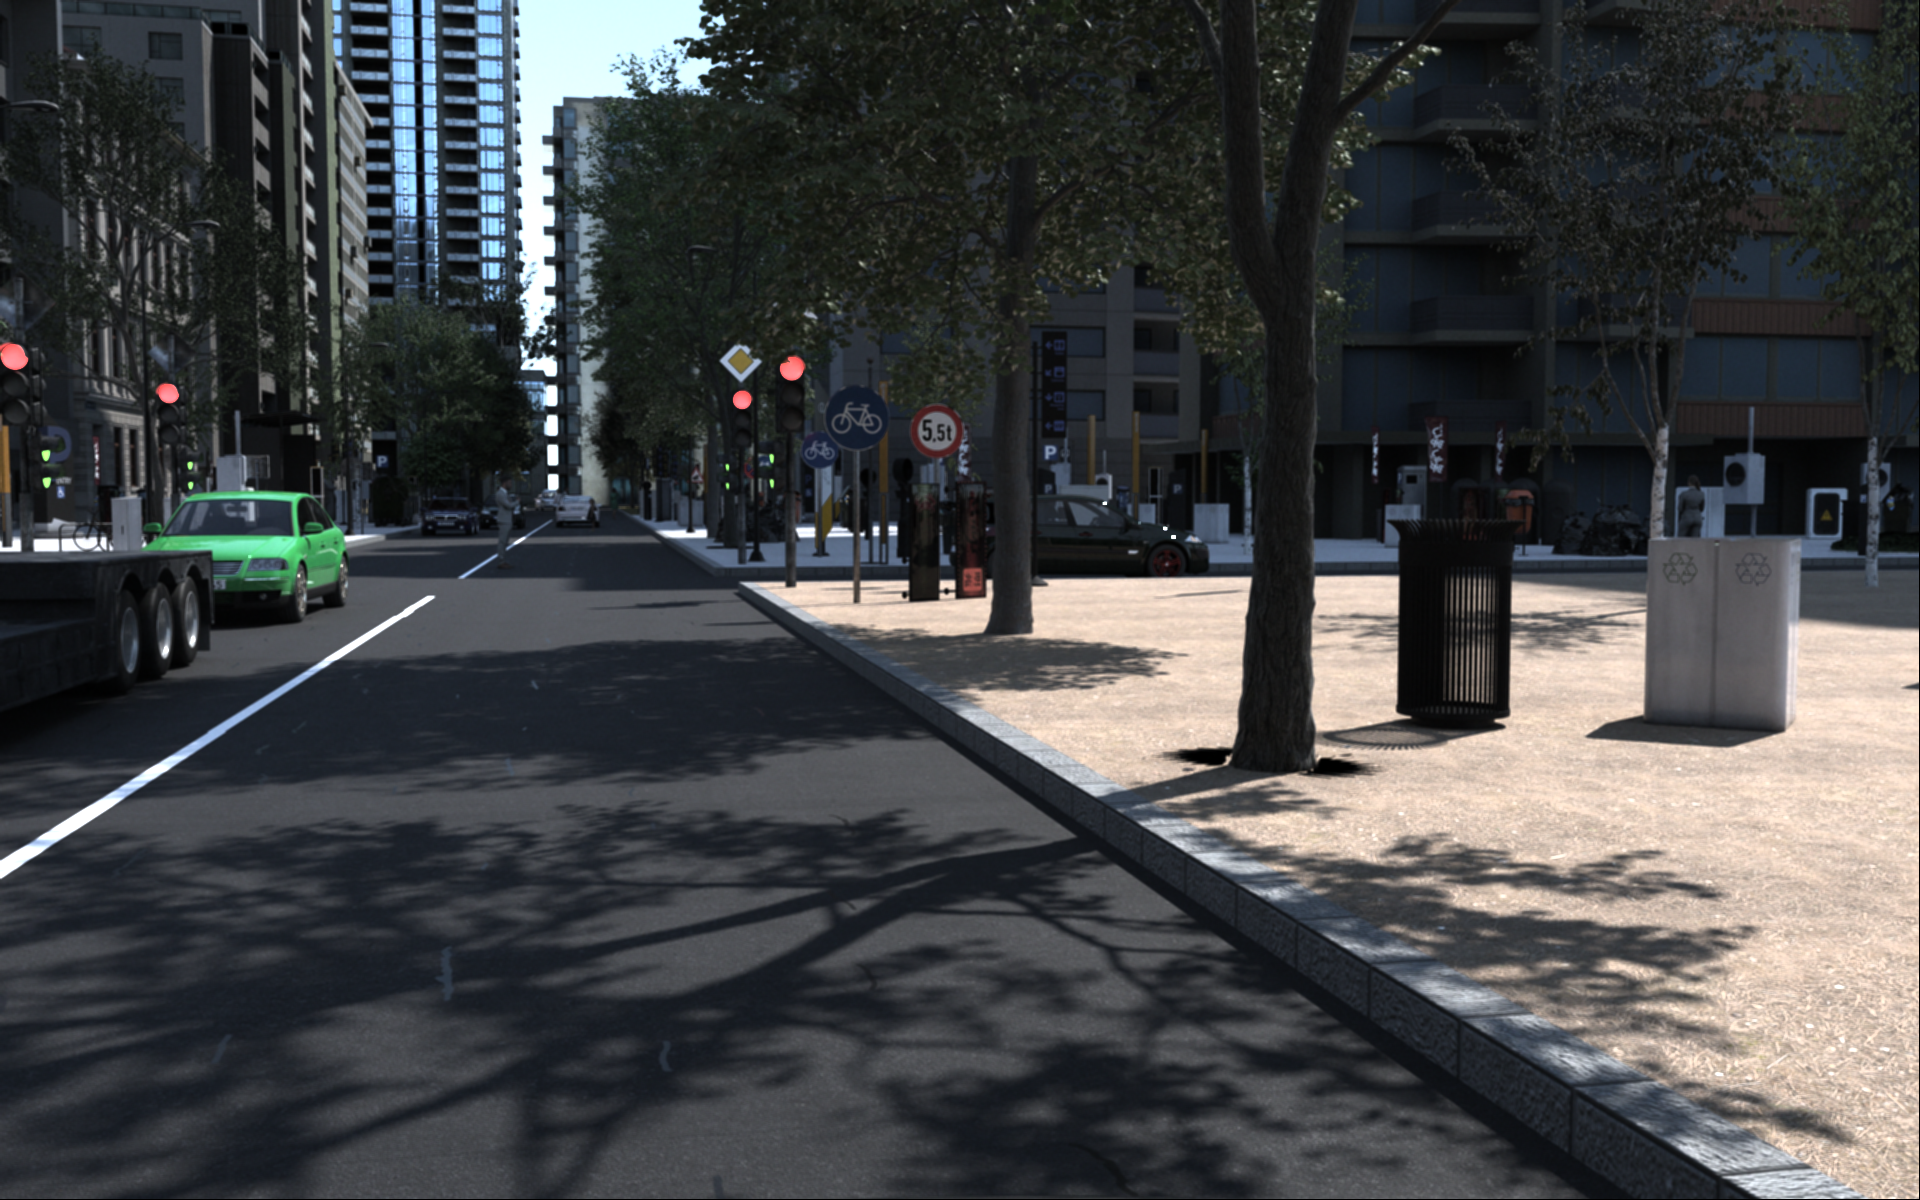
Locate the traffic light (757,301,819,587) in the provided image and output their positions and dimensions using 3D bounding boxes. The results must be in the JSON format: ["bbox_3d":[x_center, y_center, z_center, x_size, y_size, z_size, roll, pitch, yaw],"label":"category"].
[{"bbox_3d":[-2.352,-2.132,23.779,0.839,4.253,0.868,-1,4,-12],"label":"traffic light"}]

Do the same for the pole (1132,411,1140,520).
[{"bbox_3d":[4.329,-2.989,42.713,0.158,3.312,0.155,0,3,0],"label":"pole"}]

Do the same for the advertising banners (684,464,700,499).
[{"bbox_3d":[-15.578,-6.393,100.708,0.090,3.025,2.074,-2,4,-34],"label":"advertising banners"}]

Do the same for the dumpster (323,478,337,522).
[{"bbox_3d":[-21.196,-3.119,56.746,1.264,1.857,1.865,-1,4,-12],"label":"dumpster"}]

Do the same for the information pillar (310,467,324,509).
[{"bbox_3d":[-17.348,-2.586,46.774,0.304,2.012,0.304,-1,4,-15],"label":"information pillar"}]

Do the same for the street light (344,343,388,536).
[{"bbox_3d":[-18.285,-4.940,53.317,1.470,5.913,1.316,-1,4,-12],"label":"street light"}]

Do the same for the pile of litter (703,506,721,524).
[{"bbox_3d":[-10.115,-3.635,73.400,1.719,0.858,1.176,3,4,38],"label":"pile of litter"}]

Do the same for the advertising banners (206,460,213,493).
[{"bbox_3d":[-39.028,-5.741,90.048,0.090,3.025,2.074,-2,4,-33],"label":"advertising banners"}]

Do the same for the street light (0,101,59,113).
[{"bbox_3d":[-11.355,-2.935,20.531,1.470,5.913,1.316,-1,4,-12],"label":"street light"}]

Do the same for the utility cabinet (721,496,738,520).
[{"bbox_3d":[-8.666,-3.295,65.028,0.306,1.237,1.020,1,4,13],"label":"utility cabinet"}]

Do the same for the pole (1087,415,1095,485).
[{"bbox_3d":[3.385,-3.110,44.690,0.158,3.312,0.155,0,3,0],"label":"pole"}]

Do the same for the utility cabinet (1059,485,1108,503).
[{"bbox_3d":[3.025,-2.065,42.436,1.173,1.500,0.318,0,4,-5],"label":"utility cabinet"}]

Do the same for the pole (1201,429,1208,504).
[{"bbox_3d":[7.684,-3.707,54.461,0.158,3.312,0.155,0,3,0],"label":"pole"}]

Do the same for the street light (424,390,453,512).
[{"bbox_3d":[-23.379,-6.423,77.562,1.470,5.913,1.316,-1,4,-12],"label":"street light"}]

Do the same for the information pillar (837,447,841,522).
[{"bbox_3d":[-5.555,-5.349,78.810,0.183,3.616,0.504,2,4,25],"label":"information pillar"}]

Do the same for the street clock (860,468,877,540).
[{"bbox_3d":[-2.575,-2.691,48.572,0.471,2.002,0.358,0,4,1],"label":"street clock"}]

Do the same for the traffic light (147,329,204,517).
[{"bbox_3d":[-13.408,-2.487,29.591,0.839,4.253,0.868,-1,4,-12],"label":"traffic light"}]

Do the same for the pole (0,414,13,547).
[{"bbox_3d":[-22.932,-2.920,41.588,0.158,3.312,0.155,0,3,0],"label":"pole"}]

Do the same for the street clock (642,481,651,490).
[{"bbox_3d":[-17.662,-5.697,97.723,0.471,2.002,0.358,-3,5,-44],"label":"street clock"}]

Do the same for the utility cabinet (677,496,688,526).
[{"bbox_3d":[-11.270,-3.627,70.455,0.306,1.237,1.020,-1,4,-19],"label":"utility cabinet"}]

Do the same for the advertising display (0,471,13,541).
[{"bbox_3d":[-26.145,-2.543,46.794,0.974,1.923,0.123,-3,4,-37],"label":"advertising display"}]

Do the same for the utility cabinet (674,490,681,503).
[{"bbox_3d":[-16.428,-5.627,100.681,0.318,1.500,1.173,-1,4,-16],"label":"utility cabinet"}]

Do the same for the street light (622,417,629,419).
[{"bbox_3d":[-19.747,-8.106,105.079,1.470,5.913,1.316,-1,4,-12],"label":"street light"}]

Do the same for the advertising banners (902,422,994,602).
[{"bbox_3d":[0.111,-1.531,21.218,2.074,3.025,0.090,-3,5,-41],"label":"advertising banners"}]

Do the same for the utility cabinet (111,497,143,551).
[{"bbox_3d":[-16.949,-1.472,35.223,0.306,1.237,1.020,-3,5,-42],"label":"utility cabinet"}]

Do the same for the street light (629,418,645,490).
[{"bbox_3d":[-14.621,-6.652,81.294,1.470,5.913,1.316,-1,4,-12],"label":"street light"}]

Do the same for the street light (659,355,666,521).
[{"bbox_3d":[-9.437,-5.167,57.020,1.470,5.913,1.316,-1,4,-12],"label":"street light"}]

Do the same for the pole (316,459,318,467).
[{"bbox_3d":[-37.674,-6.577,101.378,0.158,3.312,0.155,0,3,0],"label":"pole"}]

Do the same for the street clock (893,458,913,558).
[{"bbox_3d":[-1.150,-1.855,34.902,0.358,2.002,0.471,2,4,26],"label":"street clock"}]

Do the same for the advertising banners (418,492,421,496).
[{"bbox_3d":[-30.981,-6.417,101.102,2.074,3.025,0.090,1,4,16],"label":"advertising banners"}]

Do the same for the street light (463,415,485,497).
[{"bbox_3d":[-28.483,-7.878,101.351,1.470,5.913,1.316,-1,4,-12],"label":"street light"}]

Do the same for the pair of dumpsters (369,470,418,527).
[{"bbox_3d":[-22.494,-4.053,68.765,1.574,2.255,4.437,-1,4,-12],"label":"pair of dumpsters"}]

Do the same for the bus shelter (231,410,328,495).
[{"bbox_3d":[-20.054,-3.670,51.290,1.731,3.624,6.357,-1,4,-12],"label":"bus shelter"}]

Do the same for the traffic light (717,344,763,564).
[{"bbox_3d":[-4.008,-2.610,31.591,0.839,4.253,0.868,-1,4,-12],"label":"traffic light"}]

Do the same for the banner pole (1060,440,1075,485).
[{"bbox_3d":[5.041,-5.525,80.353,0.863,3.779,0.401,0,3,0],"label":"banner pole"}]

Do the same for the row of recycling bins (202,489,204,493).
[{"bbox_3d":[-43.182,-5.350,94.587,3.534,1.692,1.069,-1,4,-21],"label":"row of recycling bins"}]

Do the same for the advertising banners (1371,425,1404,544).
[{"bbox_3d":[11.083,-2.984,44.975,0.090,3.025,2.074,3,4,38],"label":"advertising banners"}]

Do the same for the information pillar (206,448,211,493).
[{"bbox_3d":[-37.356,-5.795,86.107,0.183,3.616,0.504,-1,4,-13],"label":"information pillar"}]

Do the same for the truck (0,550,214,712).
[{"bbox_3d":[-5.663,-0.977,5.733,2.967,4.110,18.799,-1,4,-13],"label":"truck"}]

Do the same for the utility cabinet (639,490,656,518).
[{"bbox_3d":[-16.617,-5.157,93.002,1.173,1.500,0.318,1,4,22],"label":"utility cabinet"}]

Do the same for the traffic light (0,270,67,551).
[{"bbox_3d":[-11.752,-2.010,21.778,0.839,4.253,0.868,-1,4,-12],"label":"traffic light"}]

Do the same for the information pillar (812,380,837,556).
[{"bbox_3d":[-2.834,-2.720,35.825,0.183,3.616,0.504,2,4,33],"label":"information pillar"}]

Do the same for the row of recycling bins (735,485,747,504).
[{"bbox_3d":[-10.413,-4.526,81.110,1.069,1.692,3.534,-1,4,-11],"label":"row of recycling bins"}]

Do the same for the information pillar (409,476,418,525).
[{"bbox_3d":[-22.724,-4.128,71.988,0.304,2.012,0.304,0,4,1],"label":"information pillar"}]

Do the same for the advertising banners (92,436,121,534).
[{"bbox_3d":[-26.089,-3.472,52.962,0.090,3.025,2.074,0,4,-6],"label":"advertising banners"}]

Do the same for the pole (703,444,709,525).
[{"bbox_3d":[-10.354,-4.700,70.695,0.158,3.312,0.155,0,3,0],"label":"pole"}]

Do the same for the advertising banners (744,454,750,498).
[{"bbox_3d":[-9.319,-4.868,75.778,0.090,3.025,2.074,0,4,-1],"label":"advertising banners"}]

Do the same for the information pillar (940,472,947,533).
[{"bbox_3d":[-0.624,-3.225,57.219,0.304,2.012,0.304,-1,4,-20],"label":"information pillar"}]

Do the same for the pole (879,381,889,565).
[{"bbox_3d":[-1.379,-2.292,31.321,0.158,3.312,0.155,0,3,0],"label":"pole"}]

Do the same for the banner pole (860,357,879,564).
[{"bbox_3d":[-1.650,-2.562,31.900,0.401,3.779,0.863,0,4,-4],"label":"banner pole"}]

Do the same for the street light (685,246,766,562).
[{"bbox_3d":[-4.401,-3.678,32.678,1.470,5.913,1.316,-1,4,-12],"label":"street light"}]

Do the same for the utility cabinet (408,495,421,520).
[{"bbox_3d":[-31.142,-5.336,98.406,1.020,1.237,0.306,1,4,16],"label":"utility cabinet"}]

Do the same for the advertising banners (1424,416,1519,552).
[{"bbox_3d":[11.375,-2.590,38.530,2.074,3.025,0.090,1,4,13],"label":"advertising banners"}]

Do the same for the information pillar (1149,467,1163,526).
[{"bbox_3d":[5.335,-2.617,47.281,0.304,2.012,0.304,1,4,22],"label":"information pillar"}]

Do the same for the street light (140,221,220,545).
[{"bbox_3d":[-13.284,-3.484,29.507,1.470,5.913,1.316,-1,4,-12],"label":"street light"}]

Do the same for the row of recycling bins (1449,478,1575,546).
[{"bbox_3d":[14.072,-2.276,44.322,1.069,1.692,3.534,-3,5,-39],"label":"row of recycling bins"}]

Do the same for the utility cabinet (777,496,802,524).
[{"bbox_3d":[-7.213,-3.792,73.166,1.020,1.237,0.306,-1,4,-17],"label":"utility cabinet"}]

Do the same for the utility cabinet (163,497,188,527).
[{"bbox_3d":[-15.437,-1.447,34.824,1.020,1.237,0.306,0,4,-2],"label":"utility cabinet"}]
